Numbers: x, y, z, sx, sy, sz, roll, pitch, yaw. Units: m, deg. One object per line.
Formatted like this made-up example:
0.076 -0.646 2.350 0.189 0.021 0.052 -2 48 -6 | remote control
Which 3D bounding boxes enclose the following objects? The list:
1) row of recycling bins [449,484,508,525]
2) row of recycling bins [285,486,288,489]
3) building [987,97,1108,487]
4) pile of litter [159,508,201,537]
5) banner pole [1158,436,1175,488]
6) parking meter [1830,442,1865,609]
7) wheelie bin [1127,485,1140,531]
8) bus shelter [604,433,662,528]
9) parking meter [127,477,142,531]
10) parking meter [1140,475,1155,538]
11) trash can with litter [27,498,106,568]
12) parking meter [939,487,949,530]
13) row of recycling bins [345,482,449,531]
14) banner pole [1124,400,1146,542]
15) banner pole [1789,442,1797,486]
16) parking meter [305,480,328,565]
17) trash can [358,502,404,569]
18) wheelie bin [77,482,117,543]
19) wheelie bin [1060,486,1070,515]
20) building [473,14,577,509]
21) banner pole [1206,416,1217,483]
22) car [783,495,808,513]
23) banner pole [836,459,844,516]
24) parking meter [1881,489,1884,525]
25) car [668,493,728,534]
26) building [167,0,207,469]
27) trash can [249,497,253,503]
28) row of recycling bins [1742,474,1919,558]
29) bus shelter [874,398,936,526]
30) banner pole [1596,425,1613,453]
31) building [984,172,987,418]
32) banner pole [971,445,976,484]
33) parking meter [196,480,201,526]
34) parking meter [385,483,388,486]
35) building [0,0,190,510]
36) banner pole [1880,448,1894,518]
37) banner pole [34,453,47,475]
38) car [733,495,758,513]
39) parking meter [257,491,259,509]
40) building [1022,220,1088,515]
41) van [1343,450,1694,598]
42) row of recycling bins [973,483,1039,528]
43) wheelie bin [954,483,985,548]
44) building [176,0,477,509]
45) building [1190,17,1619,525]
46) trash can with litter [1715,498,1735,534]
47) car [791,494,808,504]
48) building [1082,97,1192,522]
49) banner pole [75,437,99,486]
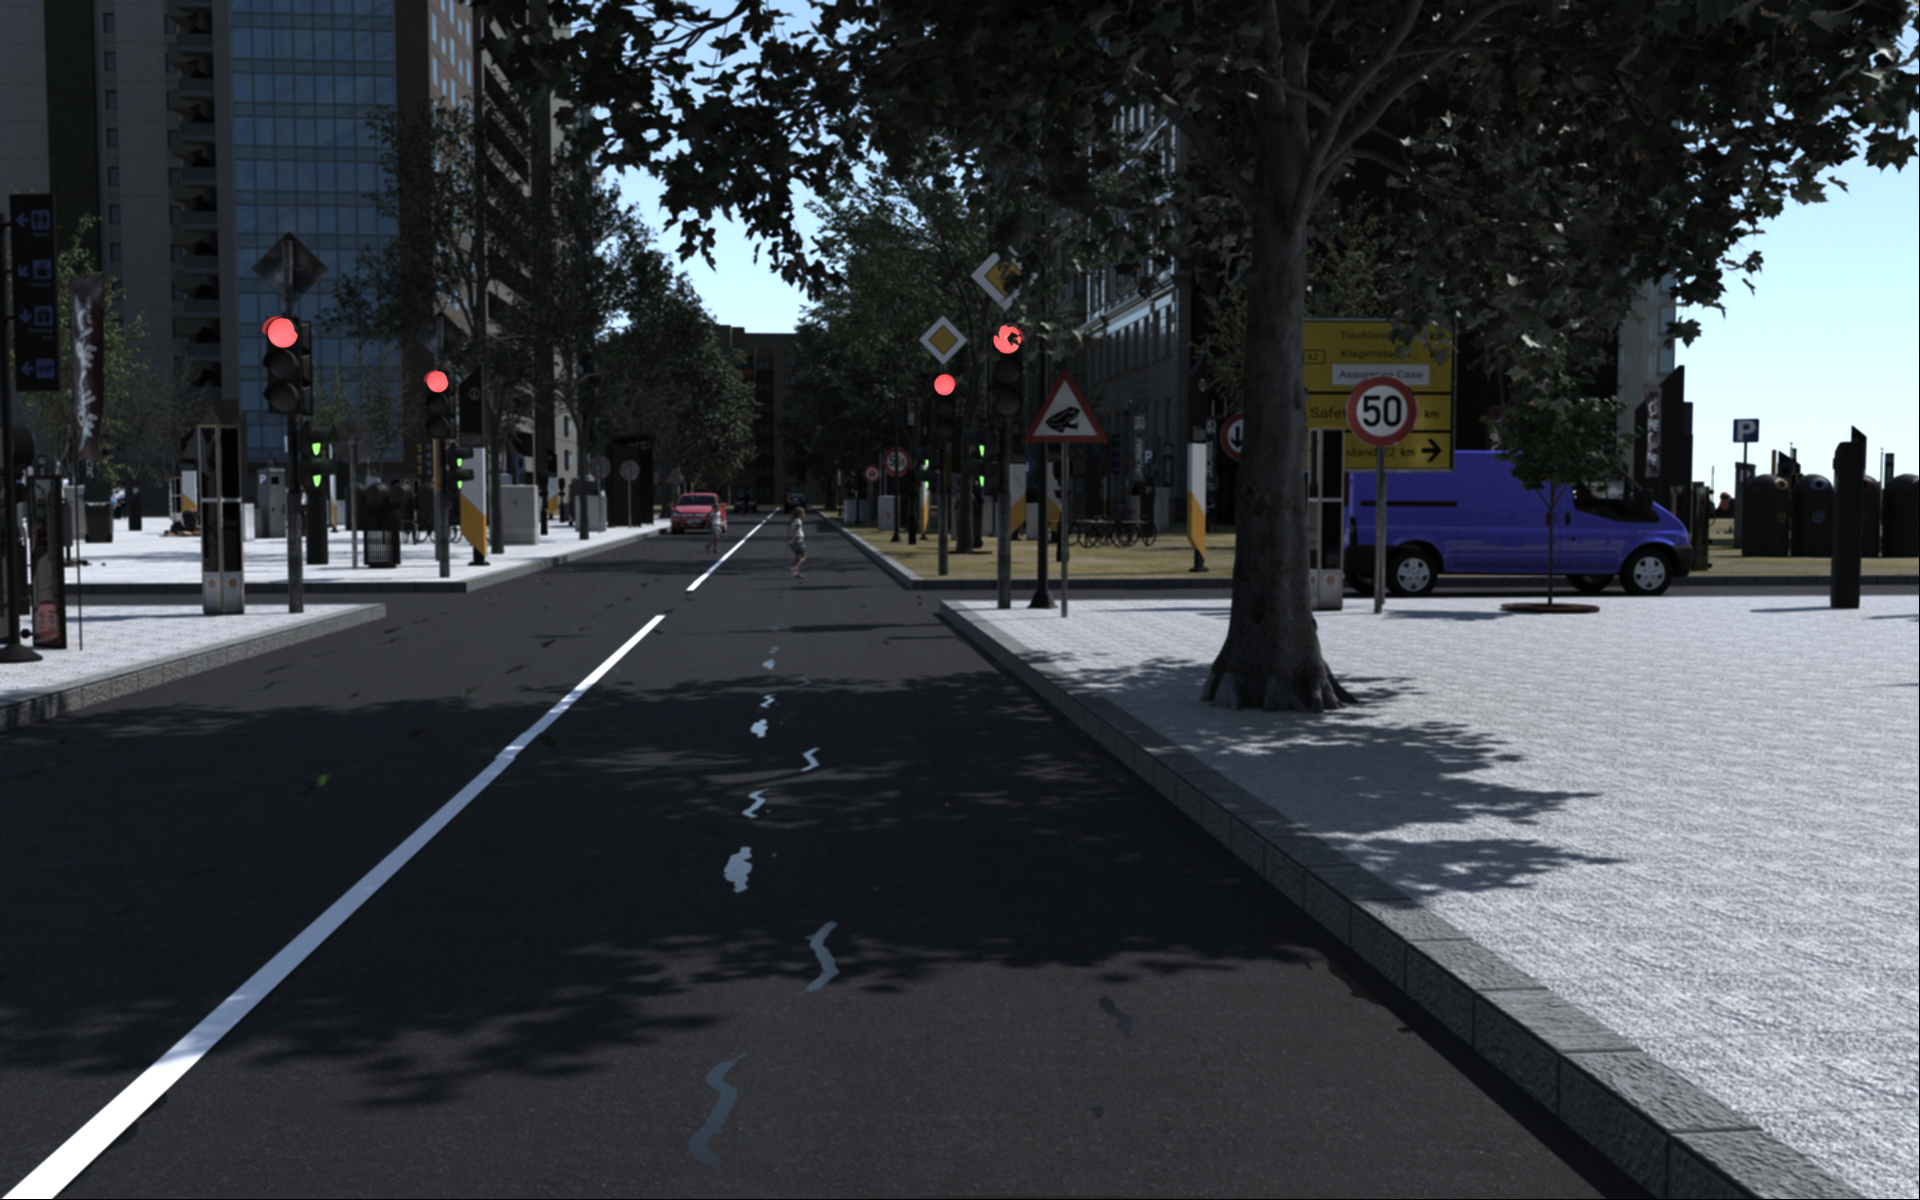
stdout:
-19.916 -3.941 71.549 3.534 1.692 1.069 1 4 21 | row of recycling bins
-33.480 -5.042 89.555 3.534 1.692 1.069 -2 4 -30 | row of recycling bins
9.913 -30.215 144.124 14.600 45.320 14.200 0 4 -5 | building
-23.347 -2.361 52.568 1.719 0.858 1.176 0 4 -6 | pile of litter
8.857 -5.200 75.034 0.863 3.779 0.401 0 4 3 | banner pole
10.008 -0.846 19.538 0.255 1.863 0.399 1 4 19 | parking meter
6.116 -3.091 58.445 0.980 1.594 0.693 -3 4 -36 | wheelie bin
-13.040 -4.777 69.393 1.731 3.624 6.357 0 4 -6 | bus shelter
-28.959 -3.369 60.795 0.255 1.863 0.399 3 5 42 | parking meter
5.523 -2.773 51.042 0.399 1.863 0.255 -1 4 -13 | parking meter
-16.064 -1.198 30.644 1.678 1.210 2.233 -1 4 -14 | trash can with litter
-0.565 -3.259 61.692 0.372 1.533 0.369 0 3 0 | parking meter
-20.007 -3.296 61.010 3.534 1.692 1.069 1 4 9 | row of recycling bins
4.673 -3.437 46.204 0.401 3.779 0.863 -3 4 -37 | banner pole
40.053 -5.708 83.344 0.401 3.779 0.863 0 4 3 | banner pole
-11.725 -1.416 31.561 0.372 1.533 0.369 0 3 0 | parking meter
-10.017 -1.122 30.005 0.748 1.137 0.748 0 3 0 | trash can
-22.735 -2.311 45.687 0.980 1.594 0.693 -1 4 -16 | wheelie bin
3.948 -3.739 69.040 0.980 1.594 0.693 2 4 34 | wheelie bin
-45.383 -32.179 149.825 21.600 48.544 21.300 0 4 -5 | building
6.881 -3.599 48.861 0.863 3.779 0.401 2 4 34 | banner pole
-12.660 -7.369 133.068 1.945 1.354 3.894 0 4 -4 | car
-6.862 -6.718 99.862 0.401 3.779 0.863 3 4 38 | banner pole
38.936 -3.939 72.808 0.372 1.533 0.369 0 3 0 | parking meter
-9.537 -3.318 63.289 2.155 1.783 4.494 0 4 -4 | car
-43.200 -30.612 124.200 21.300 48.544 21.600 0 4 -5 | building
-33.115 -4.189 80.145 0.748 1.137 0.748 0 3 0 | trash can
17.991 -1.744 35.628 3.534 1.692 1.069 1 4 9 | row of recycling bins
-2.317 -5.648 69.984 2.179 5.291 8.768 0 4 -5 | bus shelter
21.461 -4.143 57.753 0.863 3.779 0.401 1 4 17 | banner pole
8.964 -29.042 158.424 14.154 41.232 14.086 0 4 -5 | building
0.516 -4.892 70.000 0.401 3.779 0.863 -1 4 -19 | banner pole
-31.050 -3.966 70.549 0.399 1.863 0.255 1 4 13 | parking meter
-30.881 -5.332 92.881 0.399 1.863 0.255 1 4 10 | parking meter
-70.932 -37.019 147.256 28.212 58.520 21.231 0 4 -5 | building
49.818 -6.312 93.218 0.401 3.779 0.863 -3 5 -41 | banner pole
-52.200 -6.618 98.225 0.863 3.779 0.401 -1 4 -17 | banner pole
-16.387 -7.334 132.486 1.945 1.354 3.894 0 4 -6 | car
-34.550 -4.725 85.664 0.372 1.533 0.369 0 3 0 | parking meter
19.291 -17.029 123.456 27.650 21.520 28.899 0 4 -5 | building
7.657 -1.231 24.518 5.245 2.365 2.240 0 4 -7 | van
1.779 -3.610 66.136 3.534 1.692 1.069 0 4 -8 | row of recycling bins
0.206 -2.029 41.086 0.693 1.594 0.980 -1 4 -9 | wheelie bin
-38.145 -27.908 106.411 14.600 45.320 14.200 0 4 -5 | building
17.242 -14.723 70.403 12.332 23.373 15.834 0 4 -5 | building
25.333 -2.796 56.774 1.678 1.210 2.233 3 4 36 | trash can with litter
-15.384 -9.261 163.219 2.131 1.459 4.920 0 4 -5 | car
14.250 -17.936 90.520 12.463 27.353 25.104 0 4 -5 | building
-28.390 -4.069 56.538 0.863 3.779 0.401 0 4 3 | banner pole
